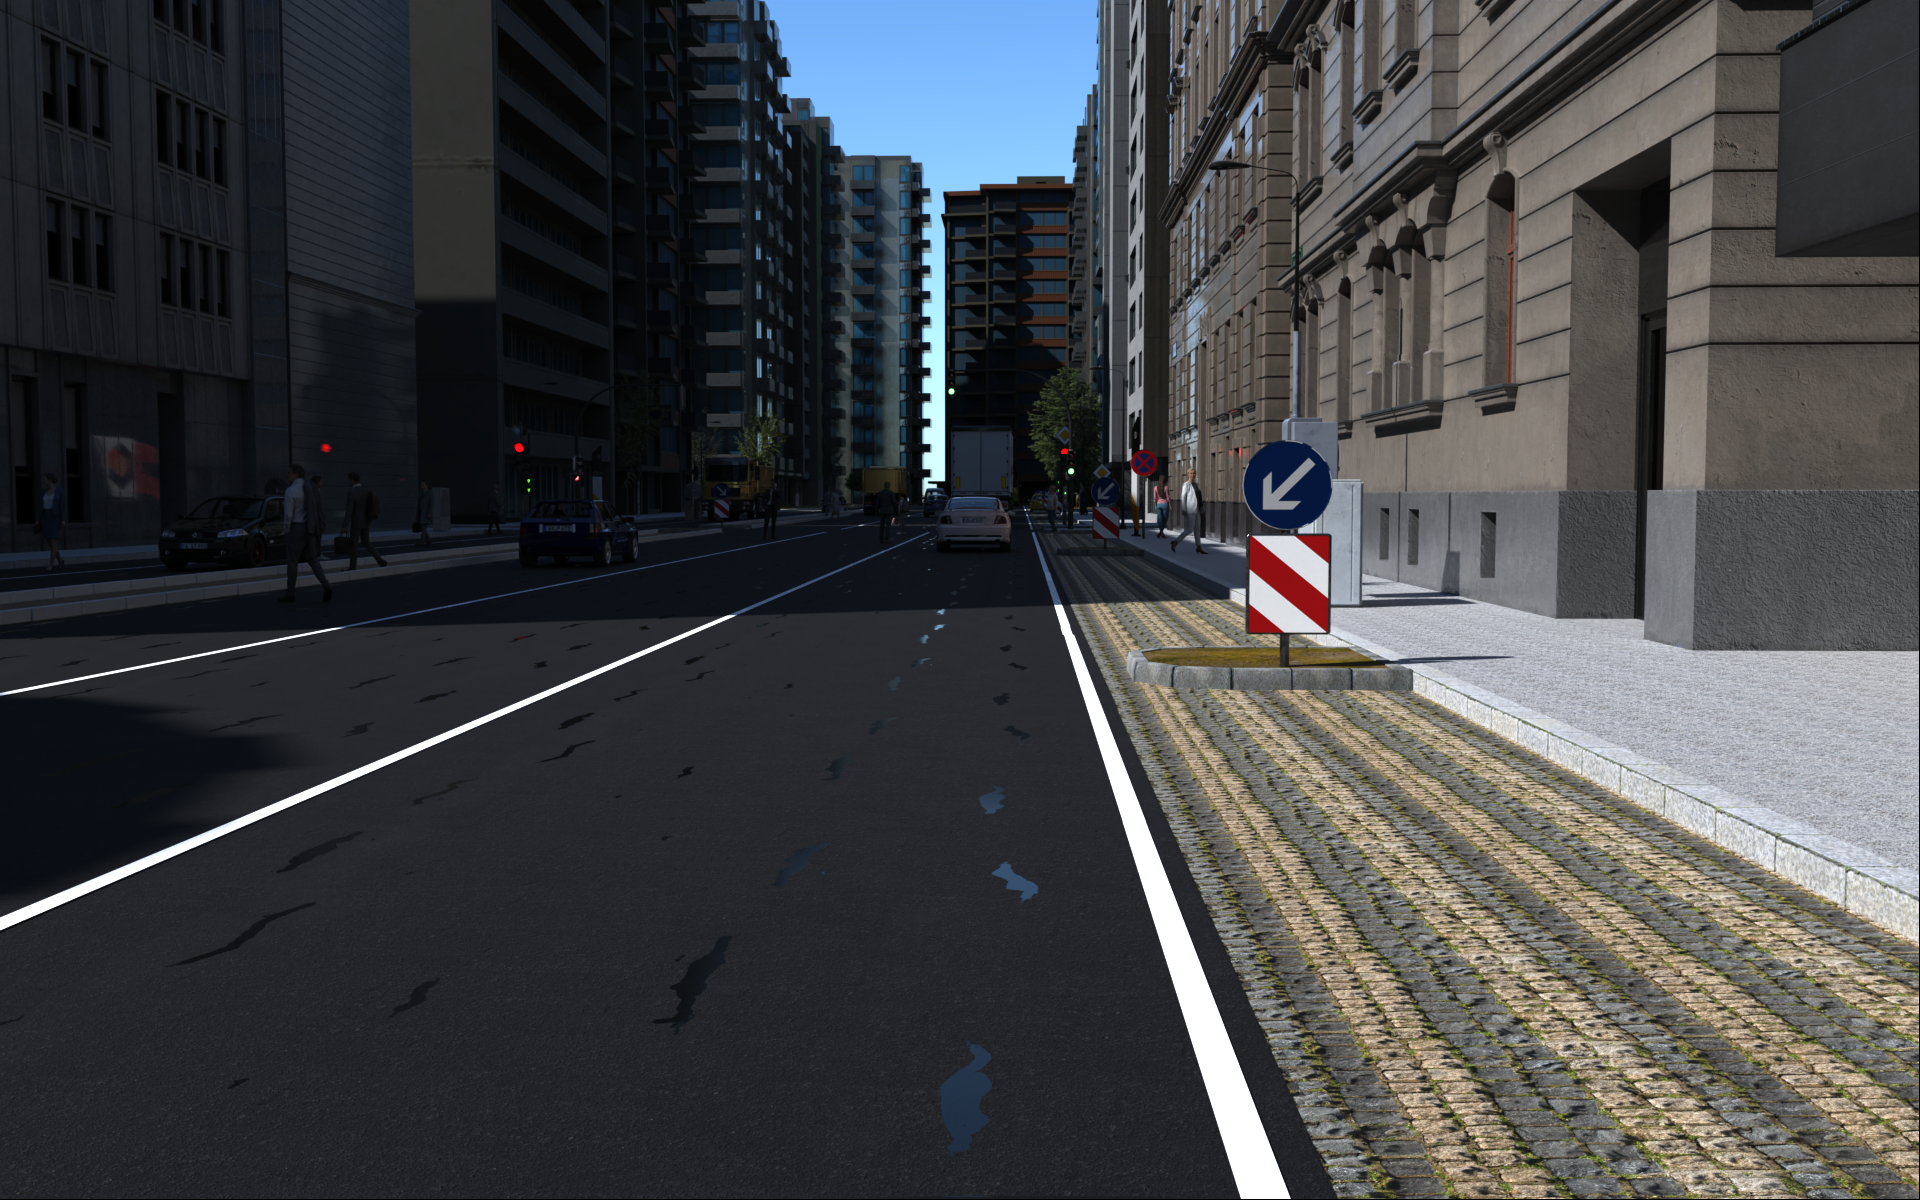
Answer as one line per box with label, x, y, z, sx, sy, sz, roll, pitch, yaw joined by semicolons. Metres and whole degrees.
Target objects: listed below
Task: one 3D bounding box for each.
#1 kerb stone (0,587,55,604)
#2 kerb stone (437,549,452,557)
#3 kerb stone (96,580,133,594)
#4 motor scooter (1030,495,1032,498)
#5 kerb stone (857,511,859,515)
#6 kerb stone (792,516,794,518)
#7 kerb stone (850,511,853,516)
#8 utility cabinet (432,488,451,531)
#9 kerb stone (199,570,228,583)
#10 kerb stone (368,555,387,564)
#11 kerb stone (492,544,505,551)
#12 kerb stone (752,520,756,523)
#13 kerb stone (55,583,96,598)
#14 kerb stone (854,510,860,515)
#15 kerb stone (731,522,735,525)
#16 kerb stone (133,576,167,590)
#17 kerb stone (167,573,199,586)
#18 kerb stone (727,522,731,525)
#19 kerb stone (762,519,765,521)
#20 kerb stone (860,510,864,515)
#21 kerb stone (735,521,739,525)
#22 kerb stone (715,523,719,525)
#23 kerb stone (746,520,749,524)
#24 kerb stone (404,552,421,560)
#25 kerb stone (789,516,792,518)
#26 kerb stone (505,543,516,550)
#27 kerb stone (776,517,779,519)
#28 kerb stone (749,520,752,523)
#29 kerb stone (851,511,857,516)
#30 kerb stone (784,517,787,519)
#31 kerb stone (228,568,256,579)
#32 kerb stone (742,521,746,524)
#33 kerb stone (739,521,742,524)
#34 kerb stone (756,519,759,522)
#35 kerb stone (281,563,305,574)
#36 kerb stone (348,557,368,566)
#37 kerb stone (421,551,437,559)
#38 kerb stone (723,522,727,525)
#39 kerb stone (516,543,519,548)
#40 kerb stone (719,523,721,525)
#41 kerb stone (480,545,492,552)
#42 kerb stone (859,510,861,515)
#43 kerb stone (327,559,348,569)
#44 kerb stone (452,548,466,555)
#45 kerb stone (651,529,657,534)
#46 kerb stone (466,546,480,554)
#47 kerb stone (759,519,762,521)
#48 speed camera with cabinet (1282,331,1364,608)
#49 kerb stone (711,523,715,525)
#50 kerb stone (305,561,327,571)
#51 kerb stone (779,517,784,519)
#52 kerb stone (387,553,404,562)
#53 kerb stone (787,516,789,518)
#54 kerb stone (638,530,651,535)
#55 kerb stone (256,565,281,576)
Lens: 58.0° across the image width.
kerb stone;-12.454;-0.053;23.130;0.120;0.150;1.000;0;4;2
kerb stone;-11.882;-1.054;39.519;0.120;0.150;1.000;0;4;2
kerb stone;-12.380;-0.182;25.187;0.120;0.150;1.000;0;4;2
motor scooter;8.276;-11.136;194.849;0.815;1.314;1.986;0;4;1
kerb stone;-7.108;-5.788;116.821;0.120;0.150;1.000;0;4;2
kerb stone;-9.812;-4.729;99.508;0.120;0.150;1.000;0;4;2
kerb stone;-7.256;-5.535;112.722;0.120;0.150;1.000;0;4;2
utility cabinet;-17.826;-3.111;59.546;0.318;1.500;1.173;0;4;-1
kerb stone;-12.267;-0.371;28.259;0.120;0.150;1.000;0;4;2
kerb stone;-12.019;-0.806;35.434;0.120;0.150;1.000;0;4;2
kerb stone;-11.732;-1.309;43.604;0.120;0.150;1.000;0;4;2
kerb stone;-10.308;-3.851;85.151;0.120;0.150;1.000;0;4;2
kerb stone;-12.411;-0.120;24.152;0.120;0.150;1.000;0;4;2
kerb stone;-7.080;-5.848;117.843;0.120;0.150;1.000;0;4;2
kerb stone;-10.522;-3.473;78.985;0.120;0.150;1.000;0;4;2
kerb stone;-12.347;-0.241;26.208;0.120;0.150;1.000;0;4;2
kerb stone;-12.310;-0.308;27.232;0.120;0.150;1.000;0;4;2
kerb stone;-10.559;-3.405;77.963;0.120;0.150;1.000;0;4;2
kerb stone;-10.196;-4.034;88.224;0.120;0.150;1.000;0;4;2
kerb stone;-6.936;-6.100;121.934;0.120;0.150;1.000;0;4;2
kerb stone;-10.486;-3.531;80.011;0.120;0.150;1.000;0;4;2
kerb stone;-10.671;-3.223;74.888;0.120;0.150;1.000;0;4;2
kerb stone;-10.380;-3.725;83.103;0.120;0.150;1.000;0;4;2
kerb stone;-11.952;-0.935;37.476;0.120;0.150;1.000;0;4;2
kerb stone;-9.848;-4.666;98.486;0.120;0.150;1.000;0;4;2
kerb stone;-11.714;-1.372;44.630;0.120;0.150;1.000;0;4;2
kerb stone;-10.018;-4.351;93.363;0.120;0.150;1.000;0;4;2
kerb stone;-10.343;-3.787;84.129;0.120;0.150;1.000;0;4;2
kerb stone;-7.145;-5.724;115.797;0.120;0.150;1.000;0;4;2
kerb stone;-9.913;-4.538;96.442;0.120;0.150;1.000;0;4;2
kerb stone;-12.234;-0.434;29.285;0.120;0.150;1.000;0;4;2
kerb stone;-10.413;-3.662;82.077;0.120;0.150;1.000;0;4;2
kerb stone;-10.452;-3.599;81.039;0.120;0.150;1.000;0;4;2
kerb stone;-10.276;-3.913;86.173;0.120;0.150;1.000;0;4;2
kerb stone;-12.167;-0.559;31.334;0.120;0.150;1.000;0;4;2
kerb stone;-12.066;-0.747;34.413;0.120;0.150;1.000;0;4;2
kerb stone;-11.913;-0.994;38.498;0.120;0.150;1.000;0;4;2
kerb stone;-10.590;-3.347;76.939;0.120;0.150;1.000;0;4;2
kerb stone;-11.672;-1.431;45.652;0.120;0.150;1.000;0;4;2
kerb stone;-10.627;-3.285;75.912;0.120;0.150;1.000;0;4;2
kerb stone;-11.779;-1.247;42.583;0.120;0.150;1.000;0;4;2
kerb stone;-7.049;-5.909;118.869;0.120;0.150;1.000;0;4;2
kerb stone;-12.098;-0.682;33.391;0.120;0.150;1.000;0;4;2
kerb stone;-11.851;-1.122;40.540;0.120;0.150;1.000;0;4;2
kerb stone;-11.110;-2.437;62.034;0.120;0.150;1.000;0;4;2
kerb stone;-11.808;-1.184;41.561;0.120;0.150;1.000;0;4;2
kerb stone;-10.233;-3.976;87.202;0.120;0.150;1.000;0;4;2
speed camera with cabinet;4.275;-1.597;20.443;0.660;3.252;2.038;0;4;1
kerb stone;-10.700;-3.160;73.862;0.120;0.150;1.000;0;4;2
kerb stone;-12.129;-0.621;32.355;0.120;0.150;1.000;0;4;2
kerb stone;-9.951;-4.478;95.418;0.120;0.150;1.000;0;4;2
kerb stone;-11.987;-0.864;36.455;0.120;0.150;1.000;0;4;2
kerb stone;-9.883;-4.604;97.464;0.120;0.150;1.000;0;4;2
kerb stone;-11.150;-2.374;61.012;0.120;0.150;1.000;0;4;2
kerb stone;-12.208;-0.491;30.313;0.120;0.150;1.000;0;4;2
